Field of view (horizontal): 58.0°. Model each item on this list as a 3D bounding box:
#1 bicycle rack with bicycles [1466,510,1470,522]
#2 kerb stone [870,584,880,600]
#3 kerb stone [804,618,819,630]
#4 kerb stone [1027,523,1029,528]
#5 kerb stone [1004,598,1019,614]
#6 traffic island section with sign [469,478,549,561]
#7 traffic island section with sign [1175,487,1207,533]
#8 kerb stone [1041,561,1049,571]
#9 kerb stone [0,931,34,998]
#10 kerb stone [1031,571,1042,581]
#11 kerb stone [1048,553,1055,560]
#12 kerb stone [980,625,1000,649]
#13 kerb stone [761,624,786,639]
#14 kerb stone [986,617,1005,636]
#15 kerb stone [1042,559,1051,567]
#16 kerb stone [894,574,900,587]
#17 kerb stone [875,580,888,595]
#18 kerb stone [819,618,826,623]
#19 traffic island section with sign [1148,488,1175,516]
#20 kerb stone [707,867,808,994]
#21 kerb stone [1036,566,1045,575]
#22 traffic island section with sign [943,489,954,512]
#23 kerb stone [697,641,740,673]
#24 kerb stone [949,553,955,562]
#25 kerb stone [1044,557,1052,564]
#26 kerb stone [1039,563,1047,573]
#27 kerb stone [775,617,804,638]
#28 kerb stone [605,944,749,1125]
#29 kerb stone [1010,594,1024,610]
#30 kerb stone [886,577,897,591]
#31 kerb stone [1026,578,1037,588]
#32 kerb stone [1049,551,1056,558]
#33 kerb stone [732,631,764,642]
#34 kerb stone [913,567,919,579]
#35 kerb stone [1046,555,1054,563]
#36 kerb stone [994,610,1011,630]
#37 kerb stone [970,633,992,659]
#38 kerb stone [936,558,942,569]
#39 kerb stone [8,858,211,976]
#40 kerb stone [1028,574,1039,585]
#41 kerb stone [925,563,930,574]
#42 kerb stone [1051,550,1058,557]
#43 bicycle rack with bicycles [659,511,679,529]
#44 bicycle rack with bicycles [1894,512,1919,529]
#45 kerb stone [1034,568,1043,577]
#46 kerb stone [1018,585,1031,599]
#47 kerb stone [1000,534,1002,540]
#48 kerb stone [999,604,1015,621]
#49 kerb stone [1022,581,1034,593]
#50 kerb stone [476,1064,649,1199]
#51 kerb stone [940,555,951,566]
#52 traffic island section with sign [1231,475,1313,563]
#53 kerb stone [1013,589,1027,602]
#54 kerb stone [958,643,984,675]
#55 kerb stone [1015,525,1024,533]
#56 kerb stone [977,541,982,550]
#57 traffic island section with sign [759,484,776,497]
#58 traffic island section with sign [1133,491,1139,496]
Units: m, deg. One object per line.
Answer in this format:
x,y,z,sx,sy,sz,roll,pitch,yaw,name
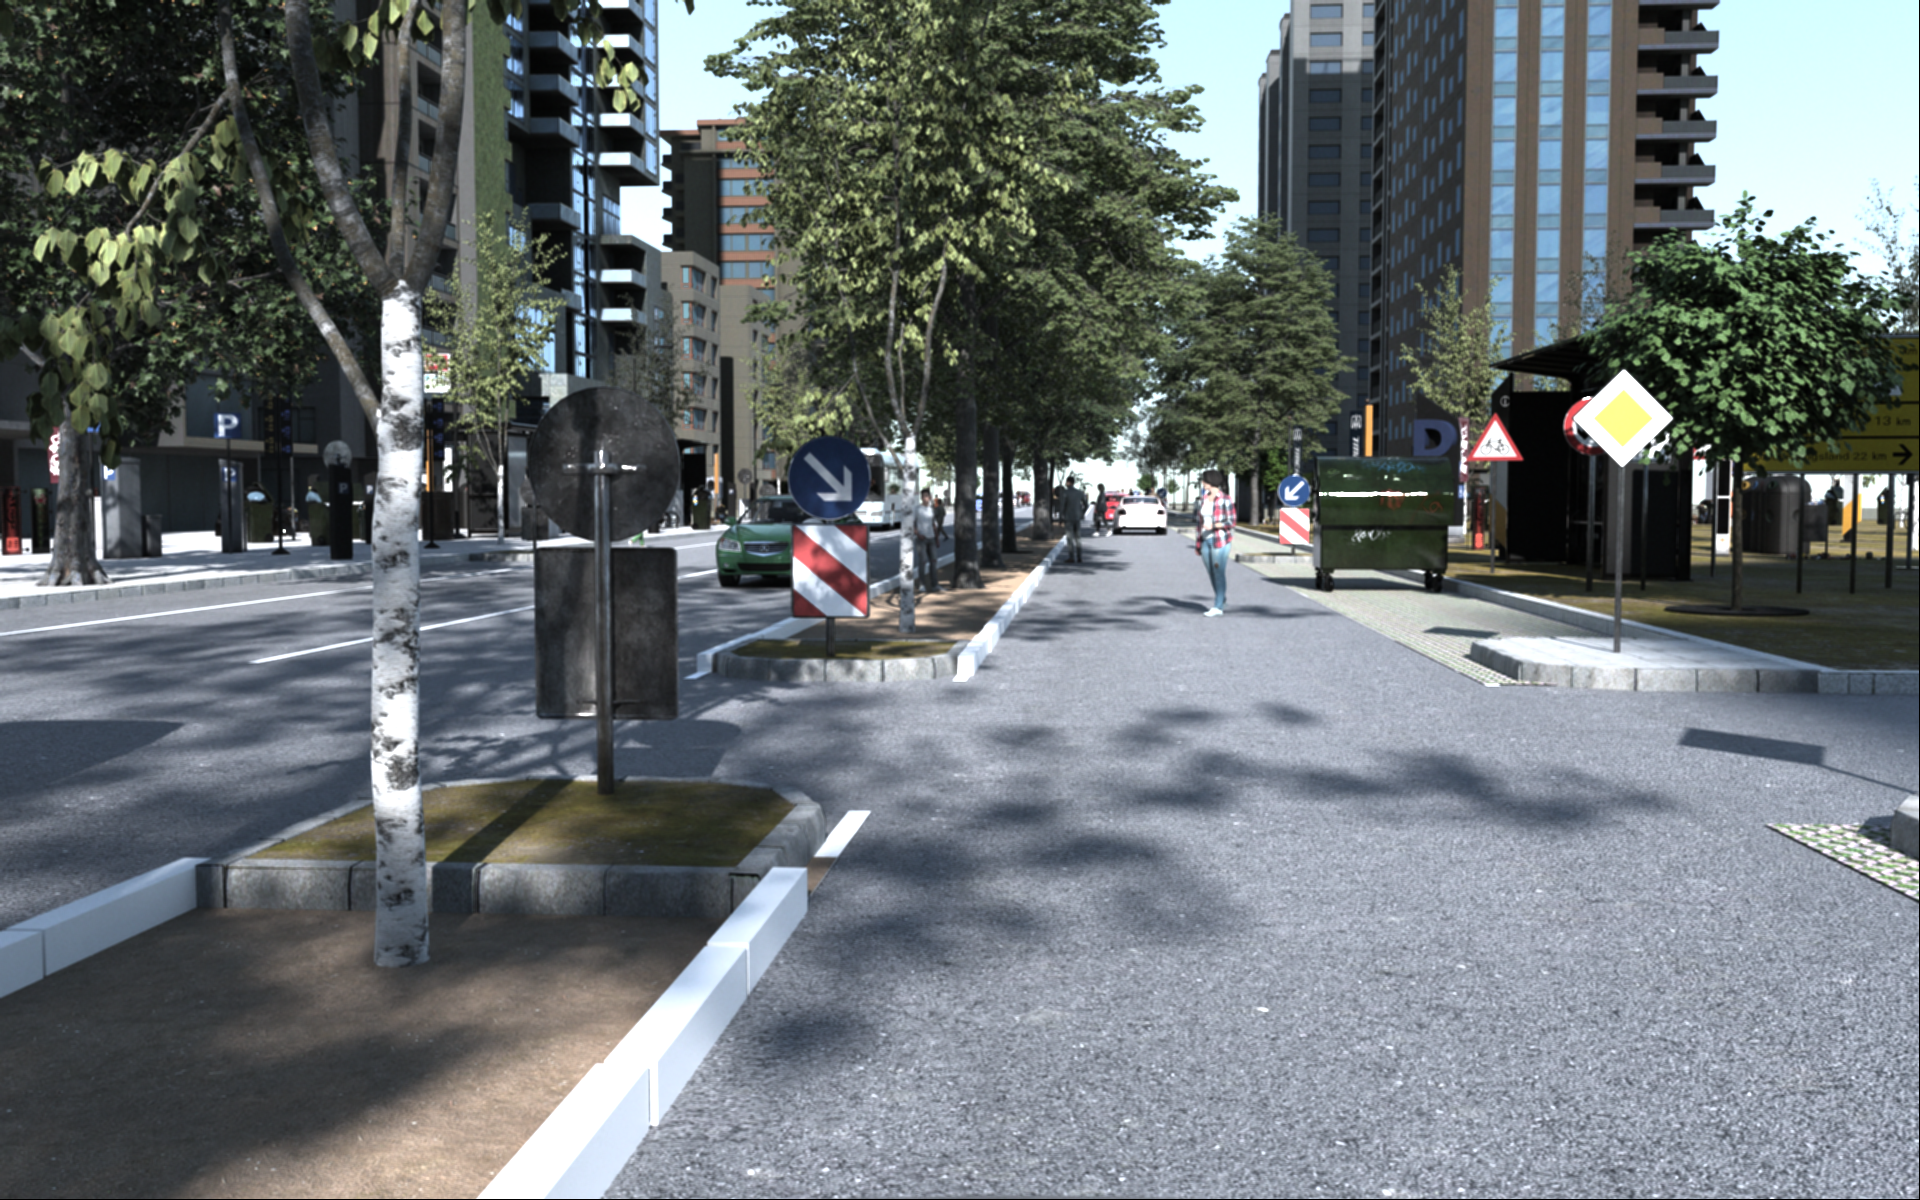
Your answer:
21.350,-3.935,77.727,2.925,0.926,2.852,1,4,20,bicycle rack with bicycles
-1.247,-0.085,23.591,0.120,0.150,1.000,0,4,5,kerb stone
-1.669,0.227,18.489,0.120,0.150,1.000,0,4,5,kerb stone
2.653,-3.020,71.573,0.120,0.150,1.000,0,4,5,kerb stone
0.579,0.115,20.340,0.120,0.150,1.000,0,4,5,kerb stone
-9.468,-1.796,37.985,1.989,1.847,2.006,0,4,5,traffic island section with sign
9.053,-3.371,63.745,1.989,1.847,2.006,0,4,5,traffic island section with sign
1.506,-0.571,31.581,0.120,0.150,1.000,0,4,5,kerb stone
-2.793,1.077,4.591,0.120,0.150,1.000,0,4,5,kerb stone
1.177,-0.321,27.490,0.120,0.150,1.000,0,4,5,kerb stone
1.836,-0.823,35.656,0.120,0.150,1.000,0,4,5,kerb stone
0.260,0.367,16.247,0.120,0.150,1.000,0,4,5,kerb stone
-1.823,0.362,16.422,0.120,0.150,1.000,0,4,5,kerb stone
0.334,0.302,17.269,0.120,0.150,1.000,0,4,5,kerb stone
1.592,-0.636,32.599,0.120,0.150,1.000,0,4,5,kerb stone
-1.003,-0.267,26.652,0.120,0.150,1.000,0,4,5,kerb stone
-1.174,-0.148,24.610,0.120,0.150,1.000,0,4,5,kerb stone
-1.586,0.164,19.508,0.120,0.150,1.000,0,4,5,kerb stone
13.102,-6.413,113.479,1.989,1.847,2.006,0,4,5,traffic island section with sign
-0.624,1.024,5.455,0.120,0.150,1.000,0,4,5,kerb stone
1.332,-0.446,29.539,0.120,0.150,1.000,0,4,5,kerb stone
-1.024,-8.151,141.891,1.989,1.847,2.006,0,4,5,traffic island section with sign
-2.008,0.478,14.373,0.120,0.150,1.000,0,4,5,kerb stone
-0.258,-0.835,35.843,0.120,0.150,1.000,0,4,5,kerb stone
1.667,-0.699,33.618,0.120,0.150,1.000,0,4,5,kerb stone
1.413,-0.506,30.558,0.120,0.150,1.000,0,4,5,kerb stone
-1.748,0.290,17.460,0.120,0.150,1.000,0,4,5,kerb stone
-0.706,1.090,4.430,0.120,0.150,1.000,0,4,5,kerb stone
0.671,0.057,21.370,0.120,0.150,1.000,0,4,5,kerb stone
-1.086,-0.210,25.629,0.120,0.150,1.000,0,4,5,kerb stone
1.009,-0.191,25.449,0.120,0.150,1.000,0,4,5,kerb stone
1.913,-0.885,36.677,0.120,0.150,1.000,0,4,5,kerb stone
-1.919,0.417,15.404,0.120,0.150,1.000,0,4,5,kerb stone
-0.755,-0.459,29.723,0.120,0.150,1.000,0,4,5,kerb stone
1.753,-0.761,34.637,0.120,0.150,1.000,0,4,5,kerb stone
0.423,0.239,18.287,0.120,0.150,1.000,0,4,5,kerb stone
0.166,0.426,15.229,0.120,0.150,1.000,0,4,5,kerb stone
-0.500,-0.645,32.787,0.120,0.150,1.000,0,4,5,kerb stone
-2.717,1.014,5.610,0.120,0.150,1.000,0,4,5,kerb stone
1.083,-0.256,26.472,0.120,0.150,1.000,0,4,5,kerb stone
-0.675,-0.523,30.744,0.120,0.150,1.000,0,4,5,kerb stone
2.000,-0.948,37.699,0.120,0.150,1.000,0,4,5,kerb stone
-11.743,-3.123,64.441,2.925,0.926,2.852,-1,4,-18,bicycle rack with bicycles
35.139,-2.978,62.072,2.925,0.926,2.852,-1,4,-16,bicycle rack with bicycles
1.247,-0.387,28.521,0.120,0.150,1.000,0,4,5,kerb stone
0.844,-0.073,23.411,0.120,0.150,1.000,0,4,5,kerb stone
1.484,-2.143,57.282,0.120,0.150,1.000,0,4,5,kerb stone
0.500,0.176,19.313,0.120,0.150,1.000,0,4,5,kerb stone
0.926,-0.137,24.430,0.120,0.150,1.000,0,4,5,kerb stone
-0.800,1.150,3.404,0.120,0.150,1.000,0,4,5,kerb stone
-0.338,-0.772,34.824,0.120,0.150,1.000,0,4,5,kerb stone
6.851,-1.706,36.513,1.989,1.847,2.006,0,4,5,traffic island section with sign
0.749,-0.012,22.389,0.120,0.150,1.000,0,4,5,kerb stone
0.085,0.488,14.211,0.120,0.150,1.000,0,4,5,kerb stone
2.309,-2.766,67.491,0.120,0.150,1.000,0,4,5,kerb stone
0.573,-1.459,46.058,0.120,0.150,1.000,0,4,5,kerb stone
-7.260,-3.452,65.076,1.989,1.847,2.006,0,4,5,traffic island section with sign
15.311,-8.075,140.648,1.989,1.847,2.006,0,4,5,traffic island section with sign
